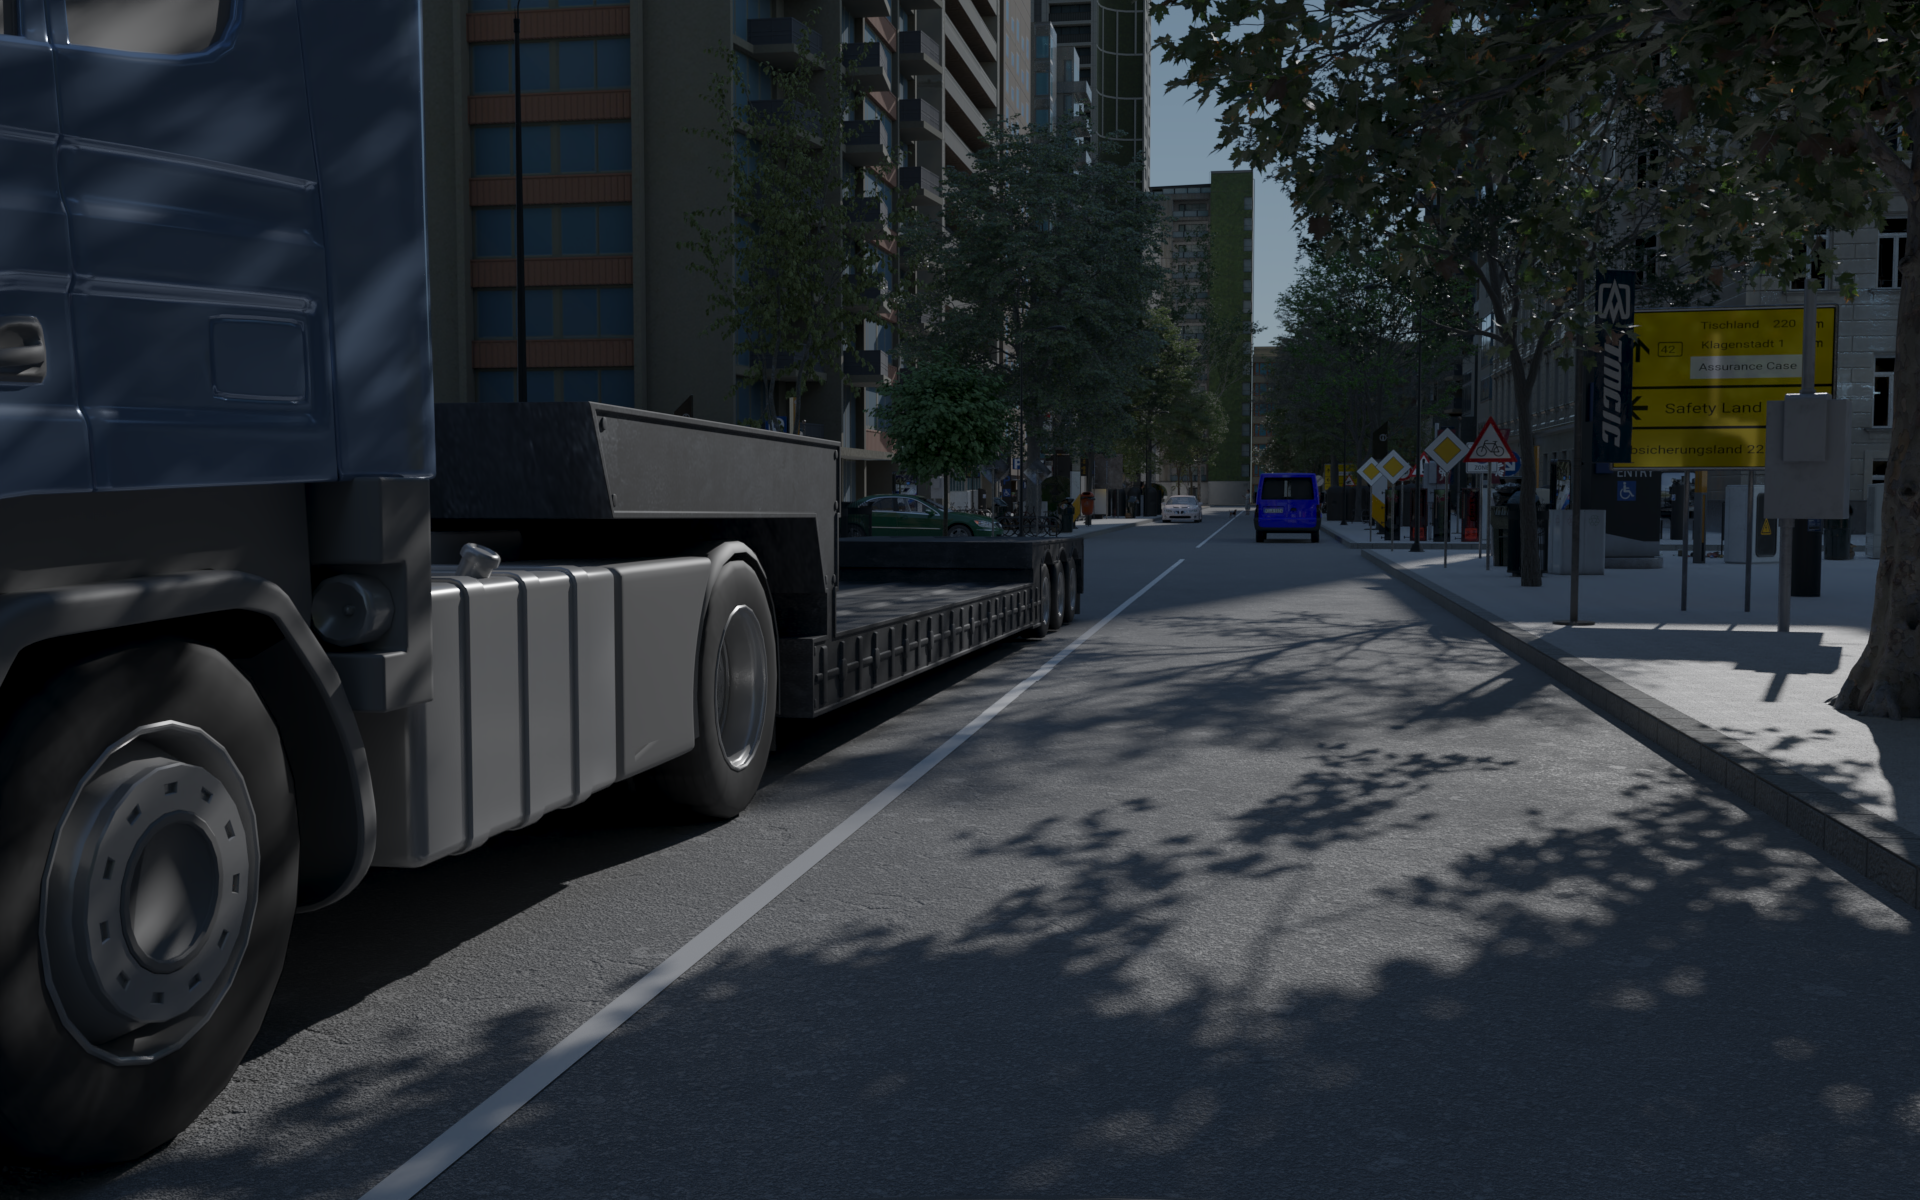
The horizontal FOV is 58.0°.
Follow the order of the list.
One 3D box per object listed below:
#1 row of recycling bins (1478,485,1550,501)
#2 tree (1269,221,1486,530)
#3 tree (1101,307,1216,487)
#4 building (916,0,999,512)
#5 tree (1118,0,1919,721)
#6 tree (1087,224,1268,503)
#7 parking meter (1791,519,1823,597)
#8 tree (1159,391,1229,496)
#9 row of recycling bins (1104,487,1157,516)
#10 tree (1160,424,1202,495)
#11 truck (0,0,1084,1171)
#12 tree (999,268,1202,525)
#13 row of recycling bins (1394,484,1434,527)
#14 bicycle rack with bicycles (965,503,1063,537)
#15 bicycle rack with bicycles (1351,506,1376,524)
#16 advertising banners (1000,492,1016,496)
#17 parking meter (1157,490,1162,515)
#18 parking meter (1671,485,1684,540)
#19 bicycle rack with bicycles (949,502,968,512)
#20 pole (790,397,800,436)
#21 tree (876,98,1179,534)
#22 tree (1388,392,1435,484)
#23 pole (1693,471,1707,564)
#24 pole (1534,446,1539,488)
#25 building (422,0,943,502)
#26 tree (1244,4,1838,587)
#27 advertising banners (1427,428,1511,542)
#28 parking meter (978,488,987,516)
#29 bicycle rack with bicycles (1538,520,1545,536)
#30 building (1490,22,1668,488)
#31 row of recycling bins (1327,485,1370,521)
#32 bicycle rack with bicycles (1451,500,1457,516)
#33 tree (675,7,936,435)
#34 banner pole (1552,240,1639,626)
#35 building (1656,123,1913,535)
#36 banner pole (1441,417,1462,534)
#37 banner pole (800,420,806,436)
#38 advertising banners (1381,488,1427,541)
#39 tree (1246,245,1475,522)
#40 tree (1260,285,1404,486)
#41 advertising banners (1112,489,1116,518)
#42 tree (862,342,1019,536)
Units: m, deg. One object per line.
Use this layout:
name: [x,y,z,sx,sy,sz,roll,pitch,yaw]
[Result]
row of recycling bins: [24.505,-4.227,76.220,3.534,1.692,1.069,0,4,3]
tree: [14.916,-8.305,61.546,9.928,11.665,9.643,0,3,0]
tree: [11.570,-11.405,104.599,7.486,12.596,7.792,0,3,0]
building: [-9.667,-29.619,107.968,21.300,48.544,21.600,1,4,10]
tree: [5.610,-5.668,9.677,9.611,12.733,9.660,0,3,0]
tree: [14.843,-16.229,121.230,12.611,20.169,13.585,0,3,0]
parking meter: [10.589,-0.812,21.685,0.372,1.533,0.369,0,3,0]
tree: [21.548,-14.444,161.912,9.928,11.665,9.643,0,3,0]
row of recycling bins: [9.632,-5.668,99.789,3.534,1.692,1.069,1,4,18]
tree: [20.109,-12.467,154.196,4.360,8.622,3.978,0,3,0]
truck: [-1.547,-1.286,10.781,2.967,4.110,18.799,1,4,11]
tree: [5.207,-8.345,70.859,8.767,10.594,7.601,1,4,11]
row of recycling bins: [18.448,-3.816,69.503,1.069,1.692,3.534,2,4,31]
bicycle rack with bicycles: [1.733,-2.341,51.659,2.925,0.926,2.852,0,4,-2]
bicycle rack with bicycles: [18.233,-3.763,74.906,2.852,0.926,2.925,-2,4,-24]
advertising banners: [3.052,-7.663,121.471,2.074,3.025,0.090,0,4,-5]
parking meter: [12.223,-6.005,106.584,0.372,1.533,0.369,0,3,0]
parking meter: [20.071,-2.444,48.369,0.372,1.533,0.369,0,3,0]
bicycle rack with bicycles: [0.082,-3.714,74.110,2.925,0.926,2.852,0,4,-7]
pole: [-3.489,-2.616,36.617,0.158,3.312,0.155,0,3,0]
tree: [2.272,-9.139,56.080,9.857,13.997,8.962,0,3,0]
tree: [29.761,-10.012,114.061,4.737,8.622,4.395,0,3,0]
pole: [13.673,-2.330,31.946,0.158,3.312,0.155,0,3,0]
pole: [24.392,-4.862,73.336,0.158,3.312,0.155,0,3,0]
building: [-12.958,-25.710,74.981,22.147,44.769,28.867,1,4,10]
tree: [8.037,-5.486,24.114,8.767,10.594,7.601,1,4,11]
advertising banners: [13.607,-3.059,46.195,2.074,3.025,0.090,0,4,3]
parking meter: [0.970,-4.122,75.803,0.372,1.533,0.369,0,3,0]
bicycle rack with bicycles: [18.178,-2.474,53.830,2.925,0.926,2.852,0,4,-4]
building: [40.119,-19.453,94.476,17.030,29.872,44.131,1,4,10]
row of recycling bins: [19.028,-4.714,84.188,1.069,1.692,3.534,3,5,43]
bicycle rack with bicycles: [30.847,-5.606,105.044,2.852,0.926,2.925,-1,4,-17]
tree: [-2.602,-4.704,27.271,4.737,8.622,4.395,0,3,0]
banner pole: [6.268,-1.651,17.015,0.863,3.779,0.401,-1,4,-17]
building: [37.676,-15.932,57.749,25.104,27.353,12.463,1,4,10]
banner pole: [15.954,-4.047,56.185,0.863,3.779,0.401,3,5,40]
banner pole: [-5.305,-4.181,58.383,0.401,3.779,0.863,0,4,8]
advertising banners: [12.483,-3.119,47.188,2.074,3.025,0.090,3,4,38]
tree: [18.477,-10.345,79.509,12.009,13.543,11.850,0,3,0]
tree: [19.338,-10.598,91.404,7.486,12.596,7.792,0,3,0]
advertising banners: [8.518,-6.063,95.320,0.090,3.025,2.074,1,4,10]
tree: [-0.408,-3.291,37.520,4.285,4.588,4.351,0,3,0]
